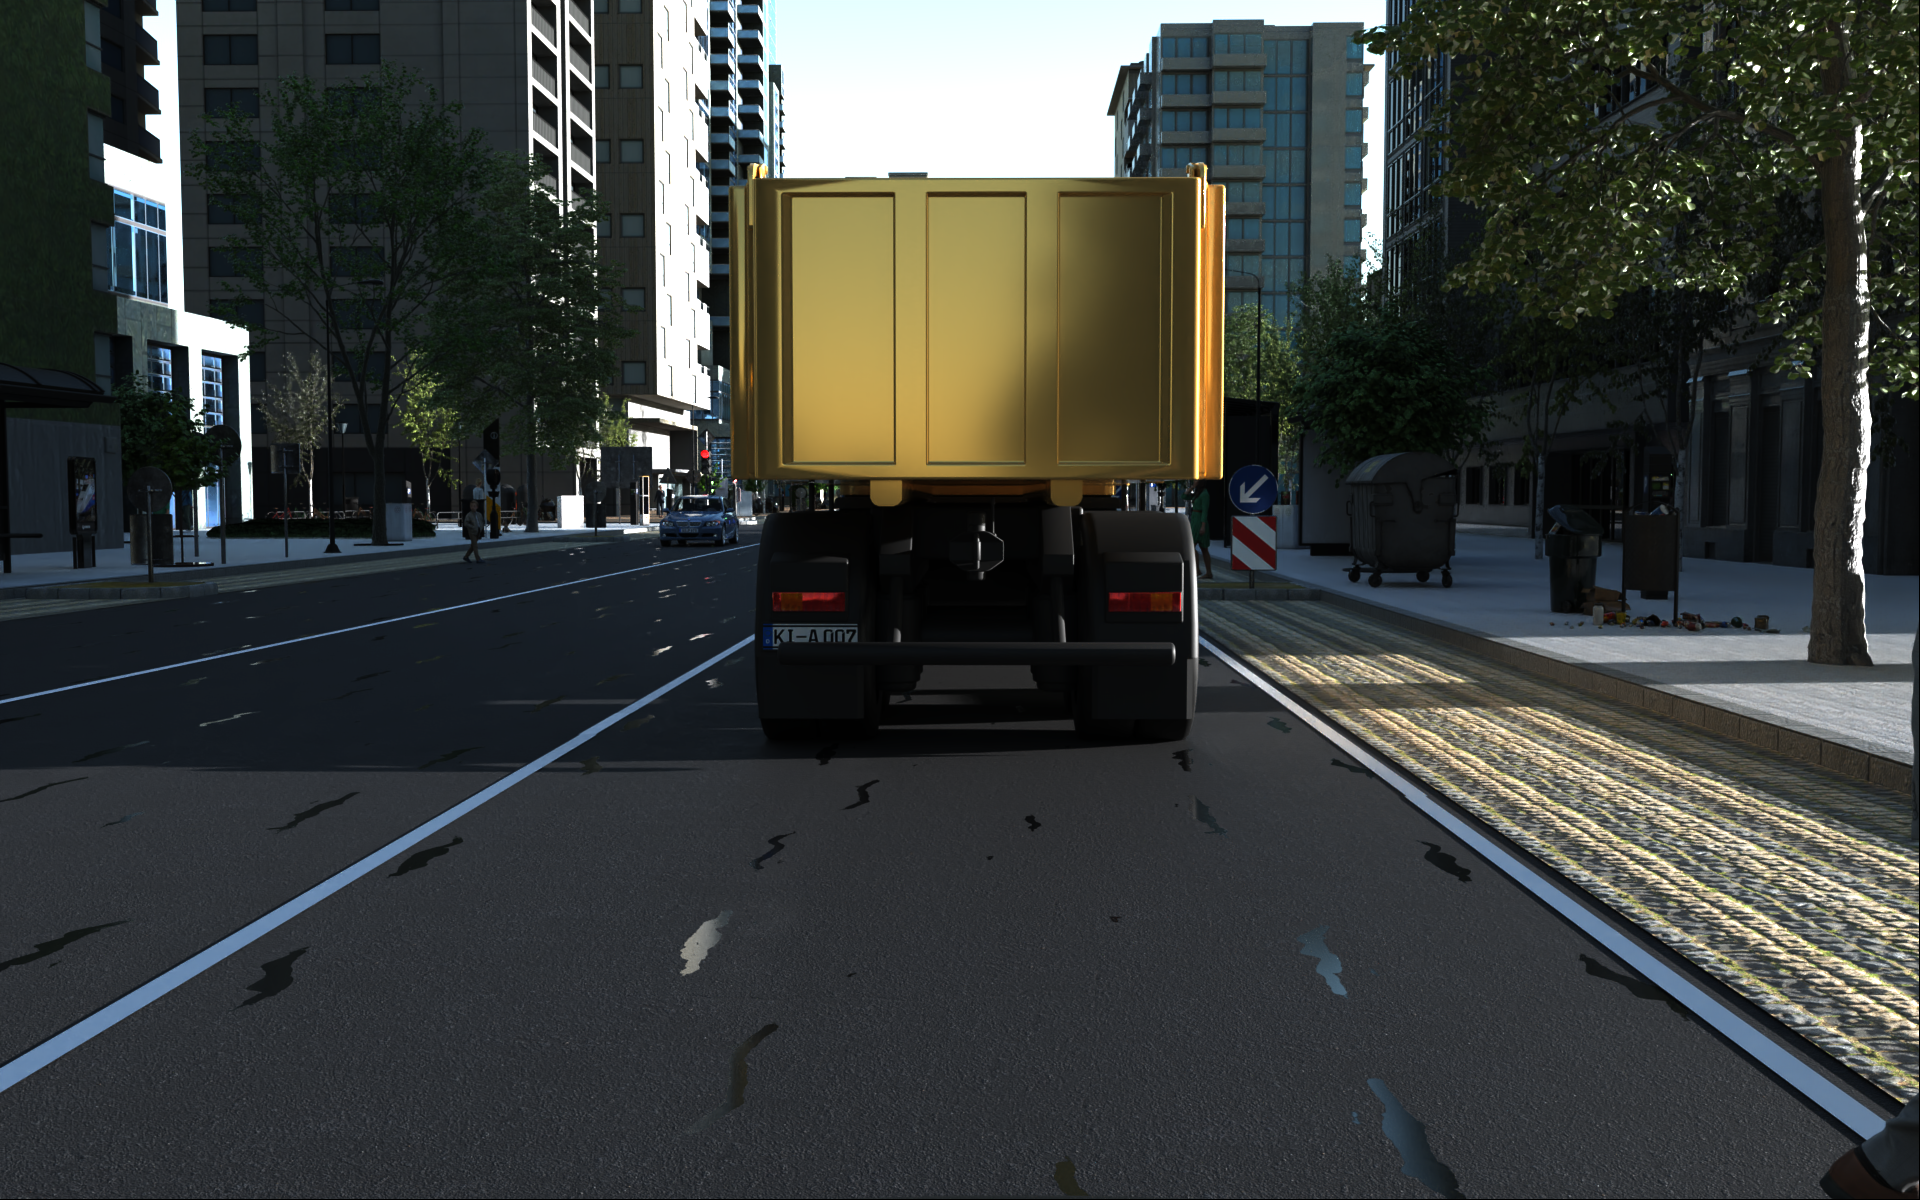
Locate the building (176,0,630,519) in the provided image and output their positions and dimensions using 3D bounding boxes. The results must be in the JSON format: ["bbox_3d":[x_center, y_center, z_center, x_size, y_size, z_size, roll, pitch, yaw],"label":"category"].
[{"bbox_3d":[-29.929,-40.383,98.518,20.563,71.187,20.611,0,4,1],"label":"building"}]

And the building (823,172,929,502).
[{"bbox_3d":[-7.718,-39.189,260.342,30.456,49.044,23.786,0,4,1],"label":"building"}]

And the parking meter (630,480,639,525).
[{"bbox_3d":[-13.549,-4.058,72.054,0.255,1.863,0.399,0,4,7],"label":"parking meter"}]

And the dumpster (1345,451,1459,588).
[{"bbox_3d":[6.226,-1.141,24.409,1.264,1.857,1.865,0,4,1],"label":"dumpster"}]

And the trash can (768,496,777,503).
[{"bbox_3d":[-13.295,-6.801,122.852,0.748,1.137,0.748,0,3,0],"label":"trash can"}]

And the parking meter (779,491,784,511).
[{"bbox_3d":[-13.567,-7.545,131.773,0.372,1.533,0.369,0,3,0],"label":"parking meter"}]

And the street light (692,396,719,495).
[{"bbox_3d":[-12.143,-6.715,82.333,1.470,5.913,1.316,0,4,1],"label":"street light"}]

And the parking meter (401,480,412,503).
[{"bbox_3d":[-23.573,-4.164,73.792,0.255,1.863,0.399,1,4,17],"label":"parking meter"}]

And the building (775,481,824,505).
[{"bbox_3d":[-32.490,-22.429,211.751,28.899,21.520,27.650,0,4,1],"label":"building"}]

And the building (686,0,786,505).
[{"bbox_3d":[-39.033,-57.874,258.911,31.000,86.520,22.319,0,4,1],"label":"building"}]

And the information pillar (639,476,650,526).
[{"bbox_3d":[-12.830,-4.030,70.377,0.304,2.012,0.304,-3,4,-39],"label":"information pillar"}]

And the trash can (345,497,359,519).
[{"bbox_3d":[-29.622,-4.445,84.335,0.748,1.137,0.748,0,3,0],"label":"trash can"}]

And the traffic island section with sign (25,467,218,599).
[{"bbox_3d":[-11.649,-0.963,24.366,1.989,1.847,2.006,0,4,1],"label":"traffic island section with sign"}]

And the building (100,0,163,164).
[{"bbox_3d":[-62.674,-34.058,98.846,28.212,58.520,21.231,0,4,1],"label":"building"}]

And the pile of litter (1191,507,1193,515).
[{"bbox_3d":[8.426,-2.955,62.275,1.719,0.858,1.176,1,4,19],"label":"pile of litter"}]

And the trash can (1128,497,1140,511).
[{"bbox_3d":[9.321,-4.945,92.507,0.748,1.137,0.748,0,3,0],"label":"trash can"}]

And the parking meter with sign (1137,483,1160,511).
[{"bbox_3d":[7.358,-4.364,67.606,0.543,3.016,1.738,-2,4,-25],"label":"parking meter with sign"}]

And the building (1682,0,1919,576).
[{"bbox_3d":[19.229,-10.799,25.711,9.793,20.994,18.267,0,4,1],"label":"building"}]

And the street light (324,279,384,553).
[{"bbox_3d":[-13.142,-3.978,37.574,1.470,5.913,1.316,0,4,1],"label":"street light"}]

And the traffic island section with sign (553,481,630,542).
[{"bbox_3d":[-11.035,-2.662,52.145,1.989,1.847,2.006,0,4,1],"label":"traffic island section with sign"}]

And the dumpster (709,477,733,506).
[{"bbox_3d":[-13.858,-5.961,99.957,1.502,2.255,1.985,0,4,1],"label":"dumpster"}]

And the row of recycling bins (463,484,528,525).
[{"bbox_3d":[-19.571,-4.057,73.450,3.534,1.692,1.069,1,4,21],"label":"row of recycling bins"}]

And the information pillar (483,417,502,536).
[{"bbox_3d":[-14.279,-3.764,52.904,0.504,3.616,0.183,0,4,-6],"label":"information pillar"}]

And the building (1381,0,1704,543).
[{"bbox_3d":[22.230,-14.103,49.657,14.314,24.678,30.058,0,4,1],"label":"building"}]

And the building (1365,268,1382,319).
[{"bbox_3d":[58.969,-27.220,216.750,14.107,30.474,14.160,0,4,1],"label":"building"}]

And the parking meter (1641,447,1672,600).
[{"bbox_3d":[8.502,-0.945,21.155,0.255,1.863,0.399,1,4,9],"label":"parking meter"}]

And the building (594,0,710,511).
[{"bbox_3d":[-35.530,-33.711,140.415,28.713,52.752,27.495,0,4,1],"label":"building"}]

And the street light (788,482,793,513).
[{"bbox_3d":[-11.187,-9.018,119.984,1.470,5.913,1.316,0,4,1],"label":"street light"}]

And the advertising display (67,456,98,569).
[{"bbox_3d":[-15.193,-1.516,30.007,0.123,1.923,0.974,0,4,-7],"label":"advertising display"}]

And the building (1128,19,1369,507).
[{"bbox_3d":[29.089,-34.296,180.341,23.786,49.044,30.456,0,4,1],"label":"building"}]

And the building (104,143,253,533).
[{"bbox_3d":[-42.972,-45.300,53.326,31.000,86.520,22.319,0,4,1],"label":"building"}]

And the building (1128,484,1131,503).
[{"bbox_3d":[22.186,-25.495,261.883,28.899,21.520,27.650,0,4,1],"label":"building"}]

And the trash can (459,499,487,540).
[{"bbox_3d":[-13.762,-2.282,48.963,0.748,1.137,0.748,0,3,0],"label":"trash can"}]

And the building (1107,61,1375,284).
[{"bbox_3d":[32.847,-37.922,209.267,28.713,52.752,27.495,0,4,1],"label":"building"}]

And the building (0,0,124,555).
[{"bbox_3d":[-26.983,-21.378,33.124,14.154,41.232,14.086,0,4,1],"label":"building"}]

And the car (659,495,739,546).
[{"bbox_3d":[-7.318,-2.259,48.943,2.014,1.417,4.499,0,4,0],"label":"car"}]

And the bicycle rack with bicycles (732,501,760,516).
[{"bbox_3d":[-13.613,-5.463,102.708,2.852,0.926,2.925,-3,5,-42],"label":"bicycle rack with bicycles"}]

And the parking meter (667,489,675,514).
[{"bbox_3d":[-13.856,-4.558,82.936,0.372,1.533,0.369,0,3,0],"label":"parking meter"}]

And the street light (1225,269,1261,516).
[{"bbox_3d":[5.546,-3.843,35.382,1.470,5.913,1.316,0,4,1],"label":"street light"}]

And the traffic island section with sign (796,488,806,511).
[{"bbox_3d":[-9.833,-6.030,107.211,1.989,1.847,2.006,0,4,1],"label":"traffic island section with sign"}]
